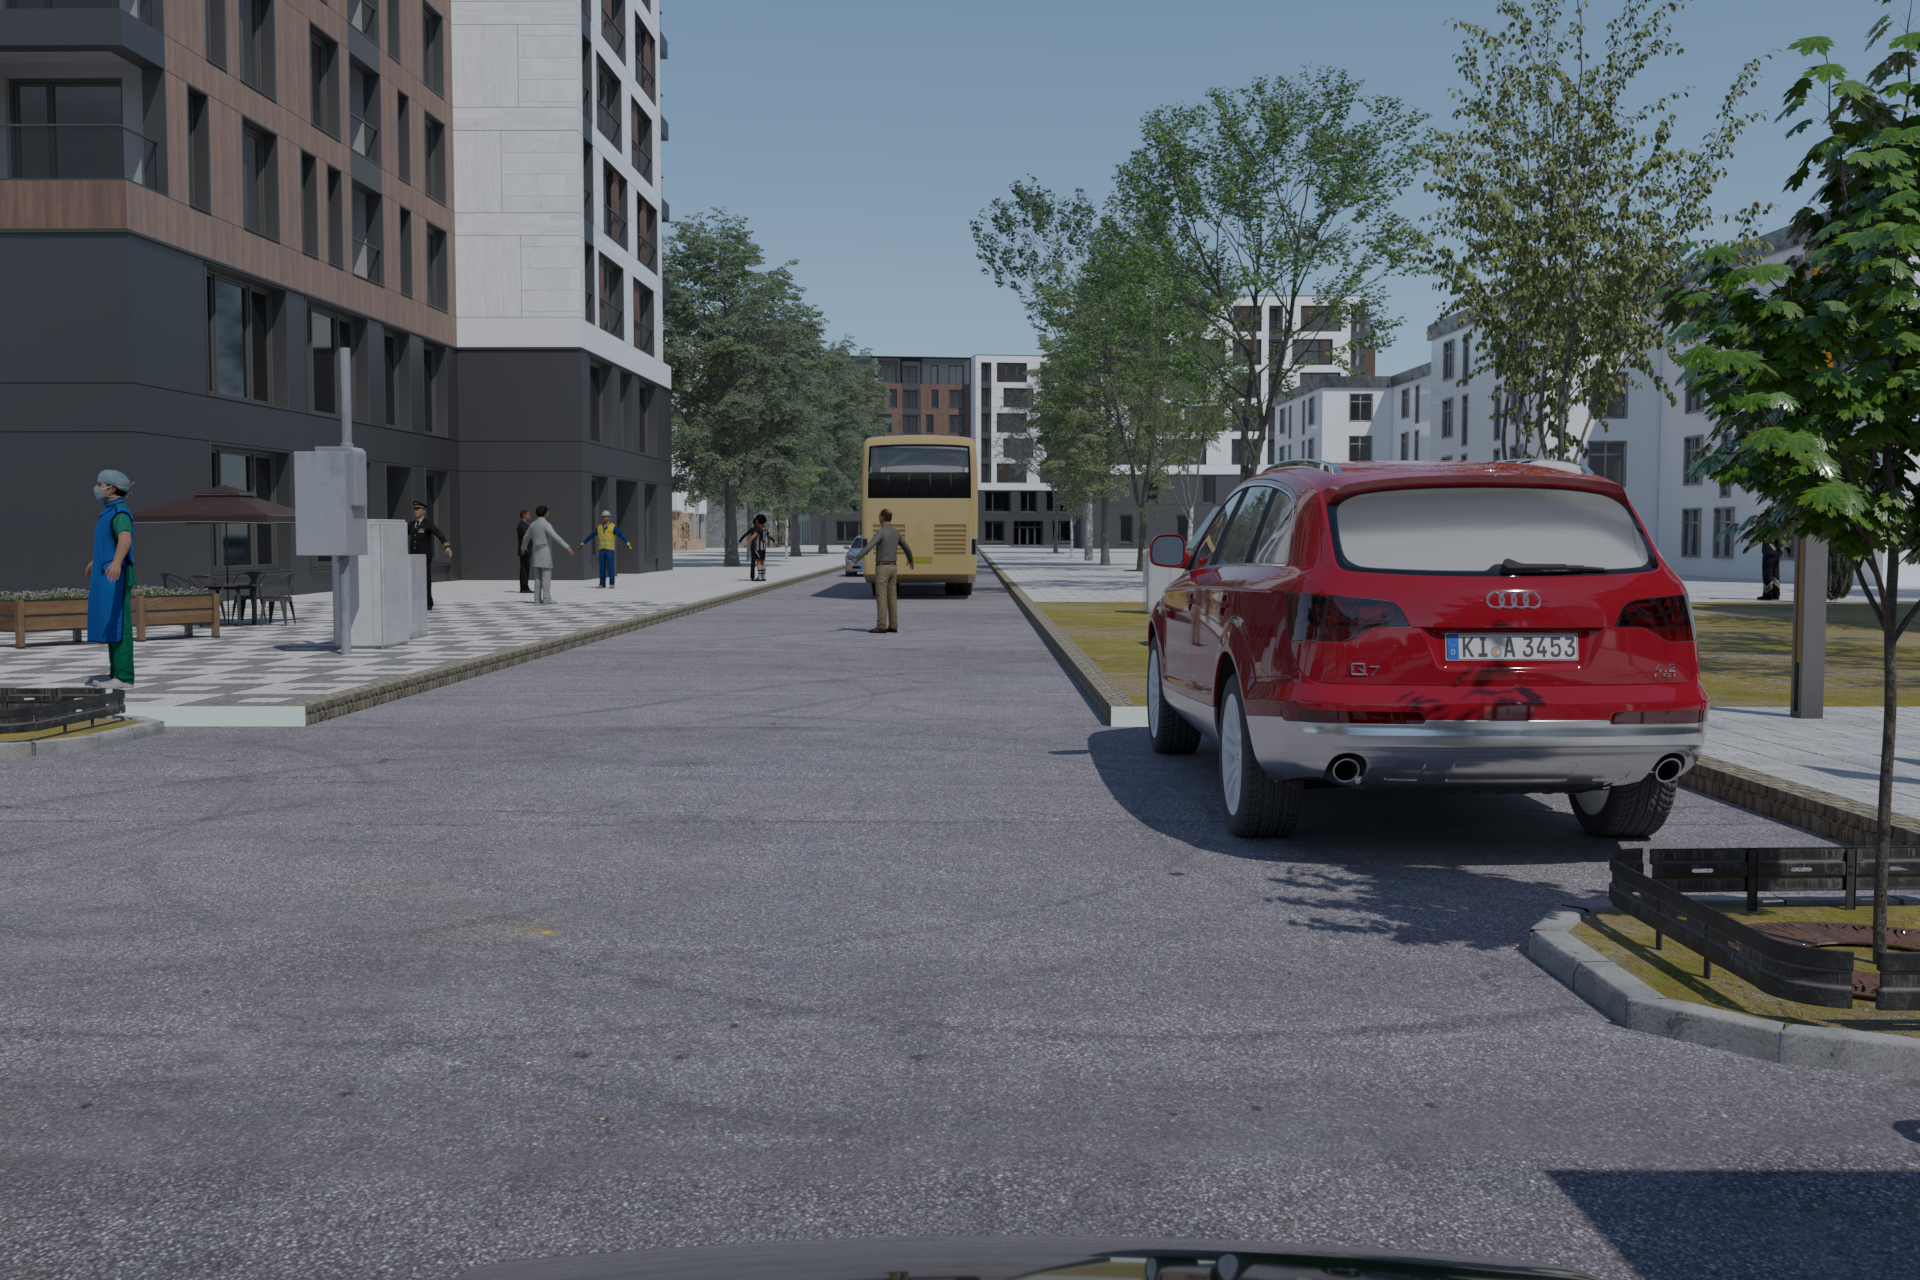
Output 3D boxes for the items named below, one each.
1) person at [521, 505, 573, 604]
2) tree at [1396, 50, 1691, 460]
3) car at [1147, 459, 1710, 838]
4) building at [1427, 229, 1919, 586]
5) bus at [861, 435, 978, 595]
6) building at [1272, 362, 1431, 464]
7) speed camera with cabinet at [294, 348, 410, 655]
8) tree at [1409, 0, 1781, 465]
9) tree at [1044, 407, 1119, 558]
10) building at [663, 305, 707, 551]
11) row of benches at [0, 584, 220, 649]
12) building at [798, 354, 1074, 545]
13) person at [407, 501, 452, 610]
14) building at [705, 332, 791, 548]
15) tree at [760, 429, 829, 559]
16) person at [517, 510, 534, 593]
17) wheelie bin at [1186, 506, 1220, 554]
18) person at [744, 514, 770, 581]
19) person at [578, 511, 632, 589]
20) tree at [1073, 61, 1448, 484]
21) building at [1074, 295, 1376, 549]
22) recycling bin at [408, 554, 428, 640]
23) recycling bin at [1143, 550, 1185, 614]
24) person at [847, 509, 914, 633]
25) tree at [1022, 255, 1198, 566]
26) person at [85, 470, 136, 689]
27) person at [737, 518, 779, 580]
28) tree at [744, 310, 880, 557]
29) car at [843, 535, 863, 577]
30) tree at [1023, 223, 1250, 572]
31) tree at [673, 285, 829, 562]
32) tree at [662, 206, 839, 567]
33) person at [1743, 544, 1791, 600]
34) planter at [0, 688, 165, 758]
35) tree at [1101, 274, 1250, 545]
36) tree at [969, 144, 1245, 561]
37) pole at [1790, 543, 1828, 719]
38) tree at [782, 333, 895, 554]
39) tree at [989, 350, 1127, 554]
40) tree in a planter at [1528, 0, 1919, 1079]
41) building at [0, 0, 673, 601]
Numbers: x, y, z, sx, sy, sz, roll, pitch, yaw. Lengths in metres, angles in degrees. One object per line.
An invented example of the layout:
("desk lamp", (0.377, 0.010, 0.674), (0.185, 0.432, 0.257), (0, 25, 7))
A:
("person", (-7.662, -1.573, 31.901), (1.347, 1.806, 0.705), (2, 4, 35))
("tree", (9.056, -4.705, 27.293), (4.737, 8.622, 4.395), (0, 3, 0))
("car", (2.275, -0.064, 9.716), (2.281, 1.827, 5.304), (0, 4, 0))
("building", (23.321, -6.965, 56.029), (9.099, 9.664, 28.070), (0, 4, 0))
("bus", (-0.901, -3.175, 43.454), (2.896, 3.916, 12.252), (0, 4, 0))
("building", (23.667, -9.179, 92.218), (9.099, 9.664, 28.070), (0, 3, 0))
("speed camera with cabinet", (-6.720, -1.519, 19.175), (0.660, 3.252, 2.038), (0, 4, 0))
("tree", (7.806, -4.369, 21.801), (4.737, 8.622, 4.395), (0, 3, 0))
("tree", (5.936, -8.786, 94.014), (4.360, 8.622, 3.978), (0, 3, 0))
("building", (-26.375, -16.905, 132.812), (16.016, 20.090, 11.380), (0, 4, 0))
("row of benches", (-10.523, -0.268, 19.845), (1.422, 0.672, 4.104), (2, 4, 33))
("building", (-2.556, -22.168, 208.874), (32.646, 21.610, 27.936), (-1, 4, -9))
("person", (-9.102, -1.421, 29.166), (1.347, 1.837, 0.705), (1, 4, 18))
("building", (-26.297, -20.566, 167.182), (19.493, 23.208, 18.063), (0, 3, 0))
("tree", (-8.863, -8.390, 87.541), (4.360, 8.622, 3.978), (0, 3, 0))
("person", (-9.425, -1.921, 37.633), (0.704, 1.802, 1.346), (-2, 4, -26))
("wheelie bin", (2.895, -0.703, 19.400), (0.693, 1.594, 0.980), (0, 4, -1))
("person", (-5.434, -2.496, 46.947), (0.704, 1.843, 1.345), (1, 4, 22))
("person", (-8.343, -2.132, 40.825), (1.349, 1.833, 0.705), (1, 4, 13))
("tree", (6.509, -6.886, 38.342), (9.928, 11.665, 9.643), (0, 3, 0))
("building", (24.644, -19.616, 164.689), (27.936, 21.610, 32.646), (0, 4, 1))
("recycling bin", (-7.016, -0.536, 21.313), (0.722, 1.027, 0.722), (0, 4, -1))
("recycling bin", (3.345, -0.944, 27.996), (0.722, 1.027, 0.722), (0, 4, 1))
("person", (-1.092, -1.001, 25.099), (0.705, 1.796, 1.348), (3, 5, 42))
("tree", (6.074, -9.246, 69.301), (7.486, 12.596, 7.792), (0, 3, 0))
("person", (-7.083, -0.509, 14.449), (0.704, 1.817, 1.347), (-2, 4, -34))
("person", (-5.641, -2.541, 48.269), (1.216, 1.740, 0.721), (1, 4, 9))
("tree", (-9.350, -11.698, 97.923), (9.857, 13.997, 8.962), (0, 3, 0))
("car", (-2.985, -2.916, 59.674), (2.014, 1.417, 4.499), (0, 4, 0))
("tree", (6.124, -8.137, 58.788), (9.928, 11.665, 9.643), (0, 3, 0))
("tree", (-10.066, -9.880, 79.661), (7.486, 12.596, 7.792), (0, 3, 0))
("tree", (-8.943, -9.855, 67.784), (9.857, 13.997, 8.962), (0, 3, 0))
("person", (15.761, -1.707, 33.690), (1.354, 1.856, 0.705), (-2, 4, -29))
("planter", (-6.715, 0.561, 11.969), (1.991, 0.319, 1.994), (0, 4, 0))
("tree", (6.503, -5.975, 48.061), (4.360, 8.622, 3.978), (0, 3, 0))
("tree", (7.574, -13.856, 82.439), (12.611, 20.169, 13.585), (0, 3, 0))
("pole", (5.915, -1.111, 12.002), (0.158, 3.312, 0.155), (0, 3, 0))
("tree", (-8.888, -12.479, 110.691), (9.857, 13.997, 8.962), (0, 3, 0))
("tree", (6.357, -12.382, 112.822), (12.009, 13.543, 11.850), (0, 3, 0))
("tree in a planter", (2.924, -0.500, 5.403), (1.991, 3.239, 1.994), (0, 3, 0))
("building", (-24.342, -12.307, 45.199), (27.936, 21.610, 32.646), (0, 4, 1))
